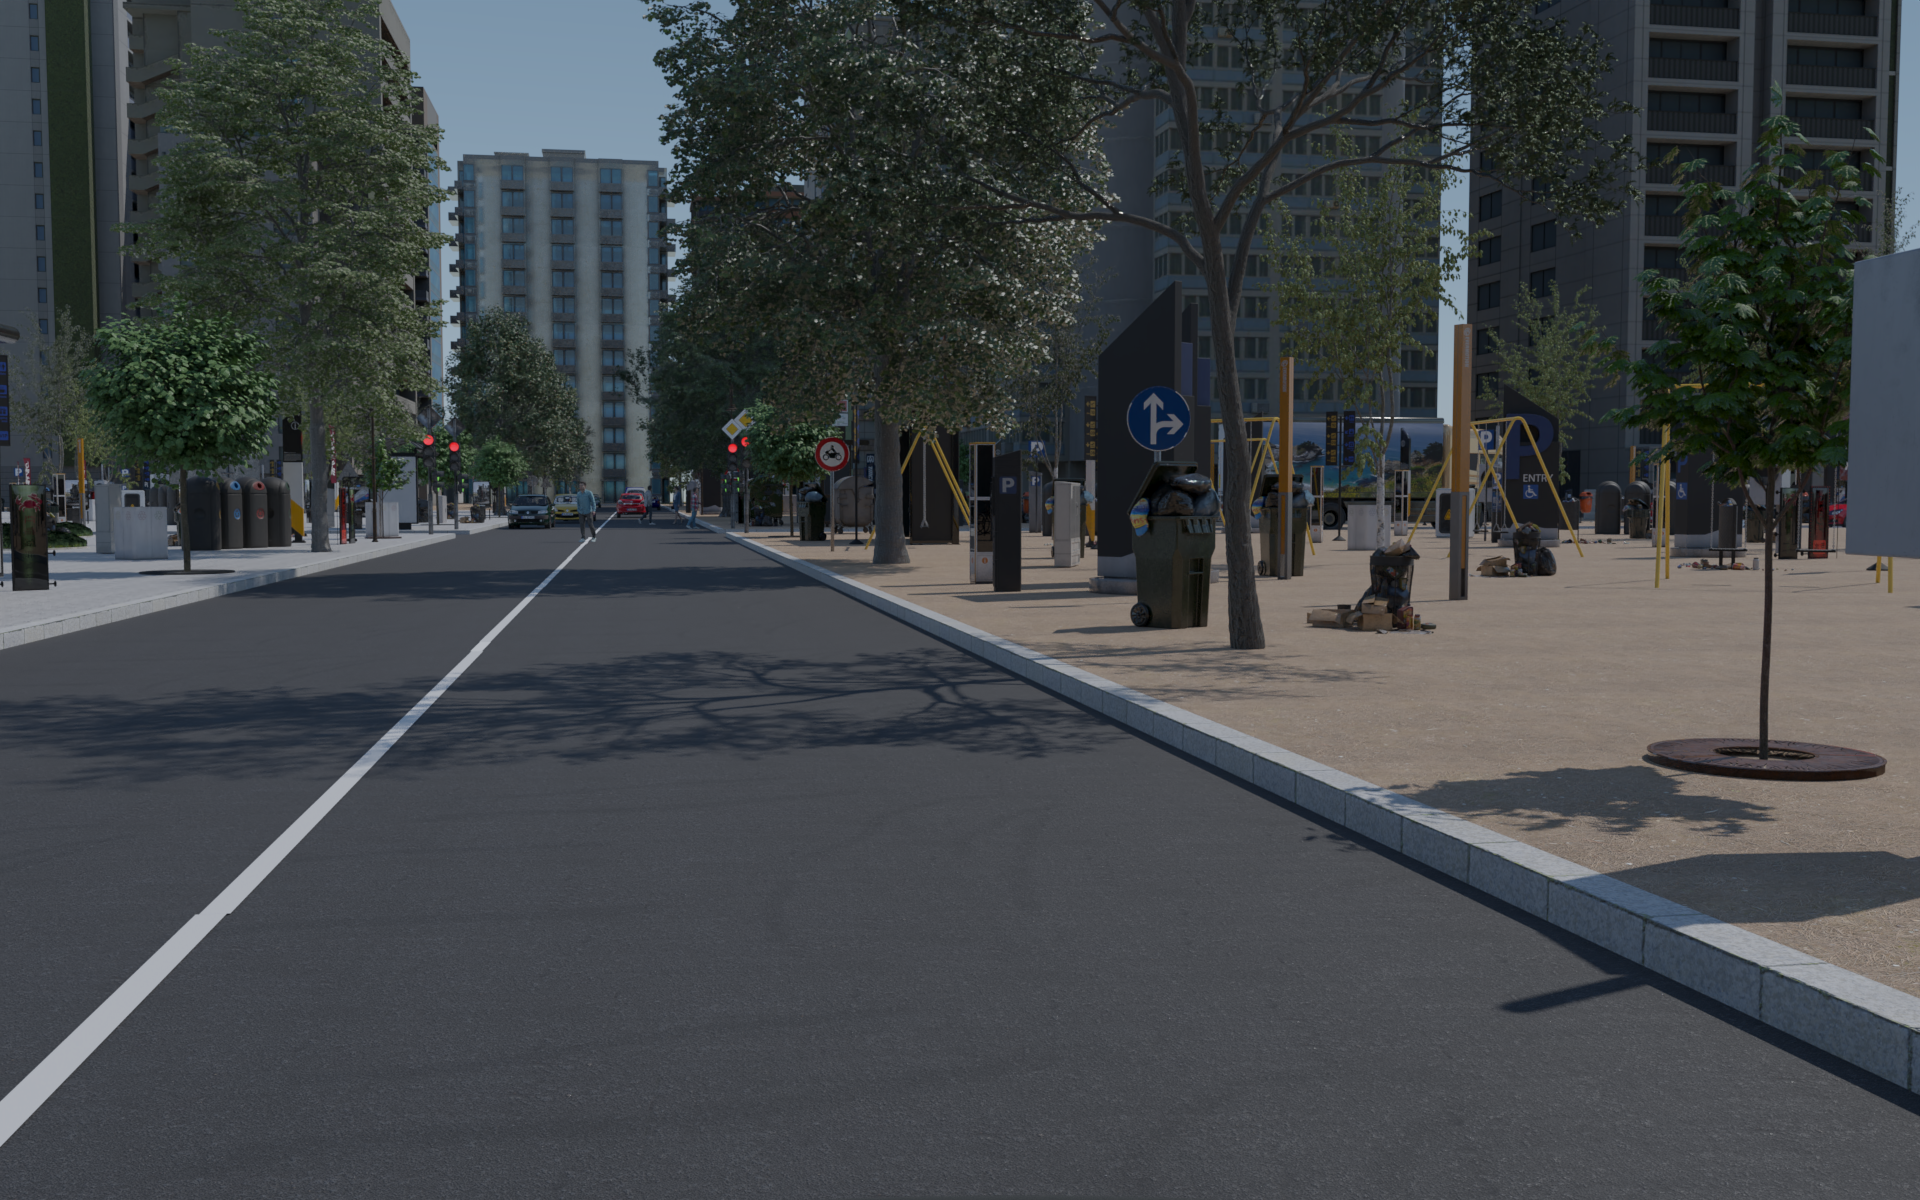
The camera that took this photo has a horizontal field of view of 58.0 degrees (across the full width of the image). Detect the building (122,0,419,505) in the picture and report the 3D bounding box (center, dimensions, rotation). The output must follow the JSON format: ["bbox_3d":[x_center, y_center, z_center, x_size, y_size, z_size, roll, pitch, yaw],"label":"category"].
[{"bbox_3d":[-61.548,-32.555,155.982,21.300,48.544,21.600,-1,4,-11],"label":"building"}]

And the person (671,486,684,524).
[{"bbox_3d":[-13.397,-4.506,82.202,0.654,1.822,0.581,-2,4,-27],"label":"person"}]

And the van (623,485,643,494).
[{"bbox_3d":[-29.760,-9.433,158.608,2.240,2.365,5.245,-1,4,-10],"label":"van"}]

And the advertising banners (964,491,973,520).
[{"bbox_3d":[-0.244,-5.376,84.084,2.074,3.025,0.090,-2,4,-25],"label":"advertising banners"}]

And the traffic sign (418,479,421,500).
[{"bbox_3d":[-26.889,-5.246,85.870,0.768,2.556,0.104,0,4,-2],"label":"traffic sign"}]

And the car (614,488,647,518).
[{"bbox_3d":[-19.962,-5.887,105.284,2.155,1.783,4.494,-1,4,-11],"label":"car"}]

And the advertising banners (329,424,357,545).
[{"bbox_3d":[-15.734,-2.932,44.131,0.090,3.025,2.074,0,4,-3],"label":"advertising banners"}]

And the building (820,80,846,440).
[{"bbox_3d":[-5.915,-31.737,169.010,14.600,45.320,14.200,-1,4,-11],"label":"building"}]

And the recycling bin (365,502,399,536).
[{"bbox_3d":[-17.577,-2.454,52.670,0.722,1.027,0.722,3,4,38],"label":"recycling bin"}]

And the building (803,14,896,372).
[{"bbox_3d":[-2.472,-36.781,190.600,28.713,52.752,27.495,-1,4,-11],"label":"building"}]

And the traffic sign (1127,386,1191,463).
[{"bbox_3d":[2.335,-1.247,20.499,0.768,2.556,0.104,0,4,-7],"label":"traffic sign"}]

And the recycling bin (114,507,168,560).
[{"bbox_3d":[-16.099,-1.314,34.043,0.722,1.027,0.722,2,4,33],"label":"recycling bin"}]

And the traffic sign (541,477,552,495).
[{"bbox_3d":[-31.610,-8.094,132.334,0.884,2.594,0.081,0,4,-5],"label":"traffic sign"}]

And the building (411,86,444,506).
[{"bbox_3d":[-63.761,-32.779,186.040,14.200,45.320,14.600,-1,4,-11],"label":"building"}]

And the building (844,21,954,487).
[{"bbox_3d":[-3.500,-28.816,154.731,14.154,41.232,14.086,-1,4,-11],"label":"building"}]

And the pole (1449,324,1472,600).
[{"bbox_3d":[6.039,-1.654,20.890,0.158,3.312,0.155,0,3,0],"label":"pole"}]

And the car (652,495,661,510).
[{"bbox_3d":[-27.377,-8.599,153.166,1.945,1.354,3.894,-1,4,-11],"label":"car"}]

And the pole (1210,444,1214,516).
[{"bbox_3d":[10.184,-4.666,70.139,0.158,3.312,0.155,0,3,0],"label":"pole"}]

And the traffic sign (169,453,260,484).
[{"bbox_3d":[-19.025,-3.078,44.195,2.265,3.308,0.079,0,4,-3],"label":"traffic sign"}]

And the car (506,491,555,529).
[{"bbox_3d":[-17.968,-3.847,72.683,2.009,1.686,4.222,-1,4,-9],"label":"car"}]

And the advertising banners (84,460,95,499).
[{"bbox_3d":[-44.214,-5.641,88.418,0.090,3.025,2.074,1,4,14],"label":"advertising banners"}]

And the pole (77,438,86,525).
[{"bbox_3d":[-32.213,-4.261,63.515,0.158,3.312,0.155,0,3,0],"label":"pole"}]

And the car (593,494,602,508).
[{"bbox_3d":[-39.035,-10.517,183.755,2.131,1.459,4.920,-1,4,-10],"label":"car"}]

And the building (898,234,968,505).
[{"bbox_3d":[9.677,-17.419,129.847,27.650,21.520,28.899,-1,4,-11],"label":"building"}]

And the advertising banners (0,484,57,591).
[{"bbox_3d":[-12.825,-1.603,22.389,0.090,3.025,2.074,3,5,41],"label":"advertising banners"}]

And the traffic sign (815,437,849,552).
[{"bbox_3d":[-2.849,-2.356,38.628,0.768,2.556,0.104,0,4,-7],"label":"traffic sign"}]

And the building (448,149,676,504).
[{"bbox_3d":[-55.344,-38.147,243.313,30.456,49.044,23.786,-1,4,-11],"label":"building"}]

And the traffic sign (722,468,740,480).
[{"bbox_3d":[-8.801,-4.108,67.175,0.884,2.594,0.081,0,4,-3],"label":"traffic sign"}]

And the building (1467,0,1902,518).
[{"bbox_3d":[43.534,-40.389,98.605,20.611,71.187,20.563,-1,4,-11],"label":"building"}]

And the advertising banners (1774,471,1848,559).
[{"bbox_3d":[16.993,-2.329,34.265,2.074,3.025,0.090,-1,4,-19],"label":"advertising banners"}]

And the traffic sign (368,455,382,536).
[{"bbox_3d":[-17.049,-3.106,50.892,0.768,2.556,0.104,0,4,-6],"label":"traffic sign"}]

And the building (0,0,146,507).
[{"bbox_3d":[-97.889,-38.754,175.629,28.212,58.520,21.231,-1,4,-11],"label":"building"}]

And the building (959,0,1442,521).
[{"bbox_3d":[13.225,-24.764,96.775,23.993,40.220,32.217,-1,4,-11],"label":"building"}]

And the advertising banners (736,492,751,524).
[{"bbox_3d":[-8.761,-4.828,75.119,2.074,3.025,0.090,-2,4,-32],"label":"advertising banners"}]

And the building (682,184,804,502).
[{"bbox_3d":[-25.545,-36.253,247.363,28.867,44.769,22.147,-1,4,-11],"label":"building"}]

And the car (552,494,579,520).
[{"bbox_3d":[-19.488,-4.635,86.006,2.015,1.641,3.980,-1,4,-12],"label":"car"}]

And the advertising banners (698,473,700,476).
[{"bbox_3d":[-20.054,-8.740,139.079,2.074,3.025,0.090,-1,4,-19],"label":"advertising banners"}]

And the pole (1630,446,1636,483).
[{"bbox_3d":[28.535,-4.873,73.512,0.158,3.312,0.155,0,3,0],"label":"pole"}]

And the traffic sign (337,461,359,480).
[{"bbox_3d":[-23.840,-4.133,67.581,0.884,2.594,0.081,-1,4,-10],"label":"traffic sign"}]

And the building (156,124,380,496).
[{"bbox_3d":[-55.023,-22.483,139.294,14.160,30.474,14.107,-1,4,-11],"label":"building"}]

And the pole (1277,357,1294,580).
[{"bbox_3d":[4.872,-1.961,25.913,0.158,3.312,0.155,0,3,0],"label":"pole"}]

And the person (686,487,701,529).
[{"bbox_3d":[-10.975,-3.793,71.360,0.643,1.720,0.563,-1,4,-10],"label":"person"}]

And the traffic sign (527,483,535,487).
[{"bbox_3d":[-33.290,-8.233,134.719,0.768,2.556,0.104,0,4,-2],"label":"traffic sign"}]

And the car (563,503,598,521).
[{"bbox_3d":[-20.372,-4.904,92.758,1.945,1.354,3.894,-1,4,-12],"label":"car"}]

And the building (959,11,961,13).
[{"bbox_3d":[4.055,-57.457,252.094,31.000,86.520,22.319,-1,4,-11],"label":"building"}]

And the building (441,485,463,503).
[{"bbox_3d":[-84.676,-39.747,239.107,27.495,52.752,28.713,-1,4,-11],"label":"building"}]

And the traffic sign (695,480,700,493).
[{"bbox_3d":[-17.976,-7.182,119.554,0.606,2.300,0.079,0,4,-6],"label":"traffic sign"}]

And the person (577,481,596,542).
[{"bbox_3d":[-11.166,-2.651,51.869,0.660,1.820,0.620,1,4,15],"label":"person"}]

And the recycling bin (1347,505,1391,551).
[{"bbox_3d":[9.368,-1.658,39.663,0.722,1.027,0.722,-1,4,-23],"label":"recycling bin"}]

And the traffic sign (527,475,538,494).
[{"bbox_3d":[-28.819,-7.139,116.825,0.768,2.556,0.104,0,4,-5],"label":"traffic sign"}]

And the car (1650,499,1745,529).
[{"bbox_3d":[28.697,-3.548,67.045,4.494,1.783,2.155,-1,4,-12],"label":"car"}]

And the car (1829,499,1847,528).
[{"bbox_3d":[35.839,-3.628,68.364,4.494,1.783,2.155,-1,4,-9],"label":"car"}]

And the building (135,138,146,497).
[{"bbox_3d":[-77.647,-30.575,183.488,14.086,41.232,14.154,-1,4,-11],"label":"building"}]

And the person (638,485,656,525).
[{"bbox_3d":[-14.652,-4.445,81.027,0.795,1.843,0.661,-2,4,-30],"label":"person"}]

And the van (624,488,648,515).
[{"bbox_3d":[-22.496,-6.934,120.378,2.013,2.044,4.112,-1,4,-10],"label":"van"}]
